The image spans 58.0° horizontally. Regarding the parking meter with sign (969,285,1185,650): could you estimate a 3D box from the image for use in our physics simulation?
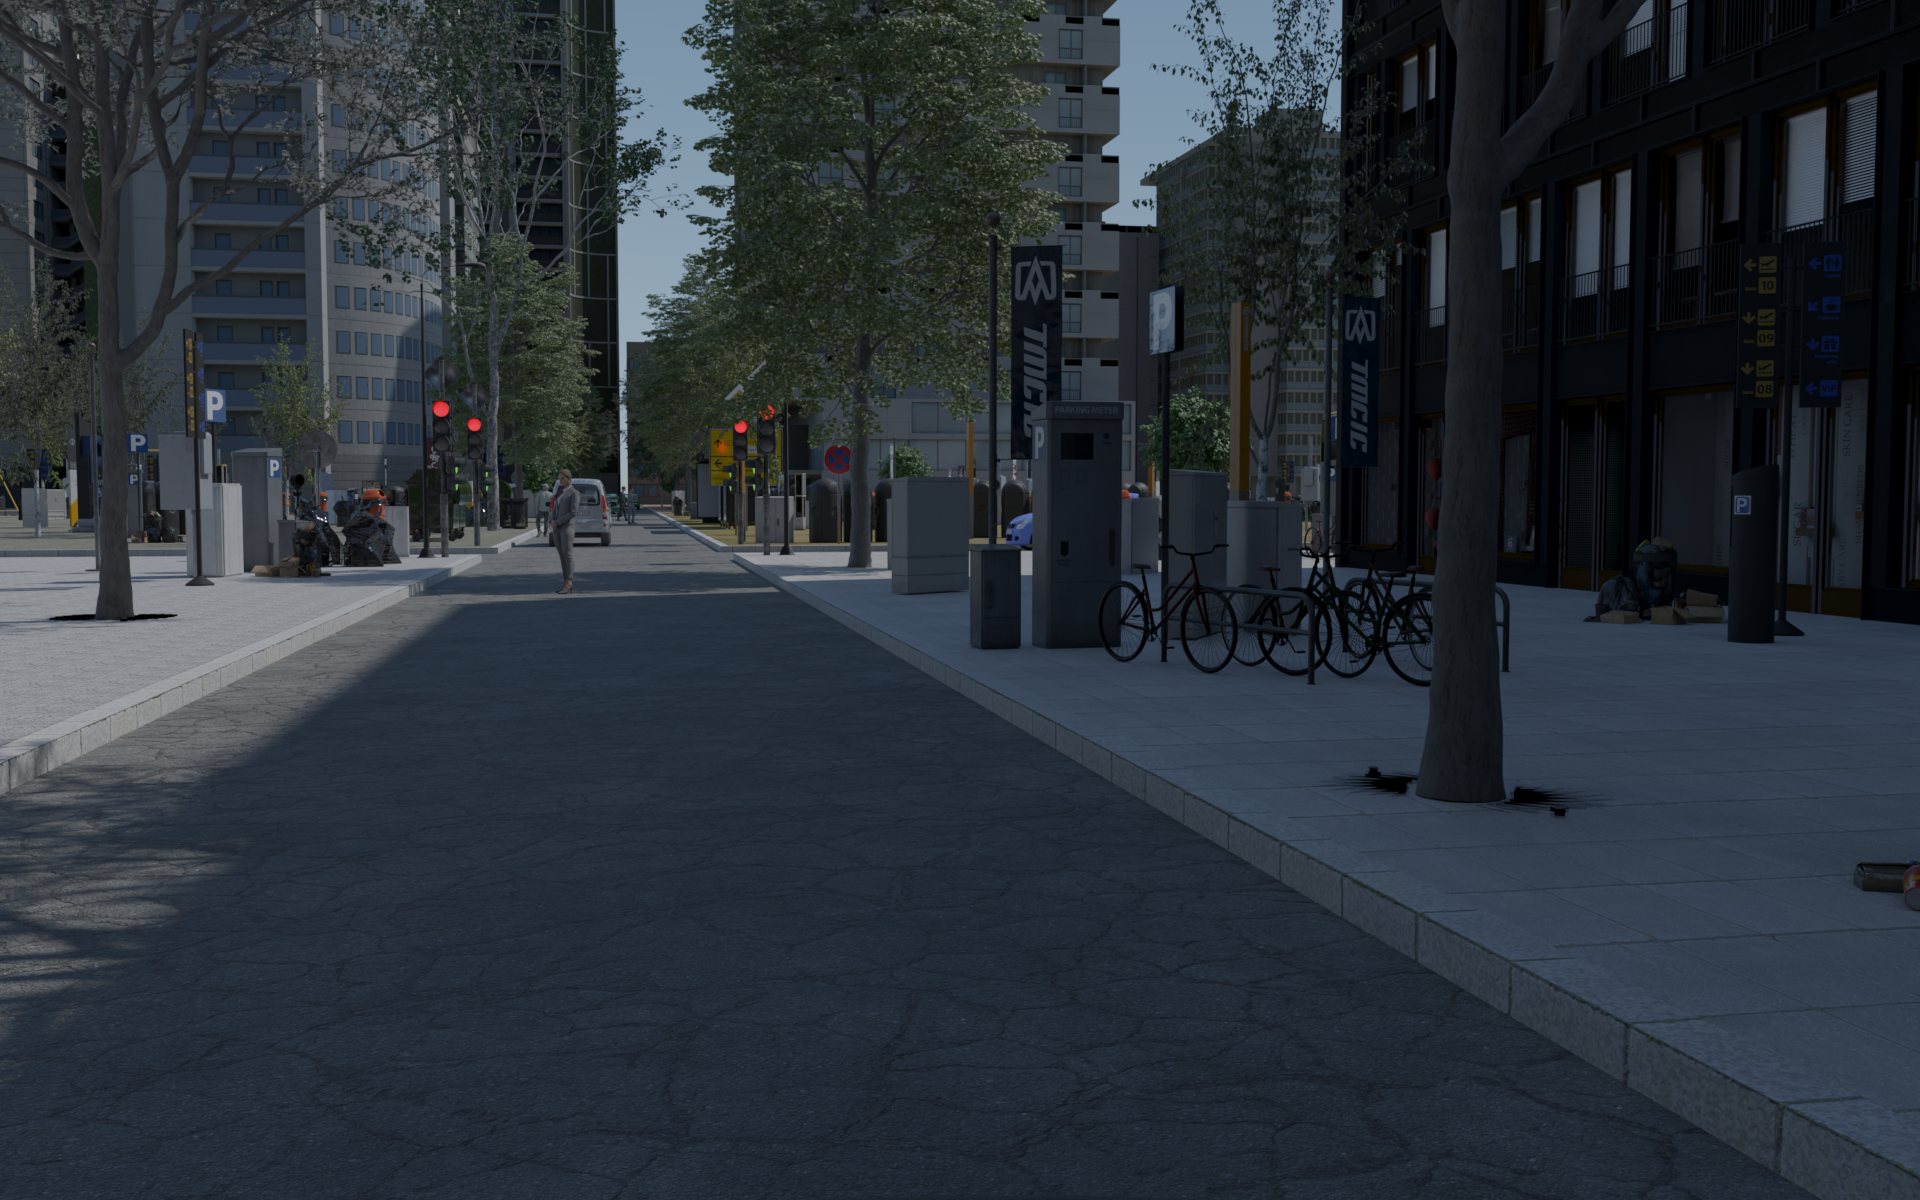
[{"bbox_3d":[0.963,-1.118,14.543,1.738,3.016,0.543,-1,4,-17],"label":"parking meter with sign"}]

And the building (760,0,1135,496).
[{"bbox_3d":[-2.366,-34.116,147.027,28.713,52.752,27.495,-1,4,-11],"label":"building"}]

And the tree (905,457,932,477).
[{"bbox_3d":[-2.214,-5.939,91.697,1.663,3.219,1.824,0,3,0],"label":"tree"}]

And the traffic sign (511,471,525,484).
[{"bbox_3d":[-23.918,-5.730,93.784,0.768,2.556,0.104,0,4,-5],"label":"traffic sign"}]

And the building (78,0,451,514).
[{"bbox_3d":[-48.952,-35.693,125.578,21.231,58.520,28.212,-1,4,-11],"label":"building"}]

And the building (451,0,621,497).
[{"bbox_3d":[-52.743,-47.428,213.700,20.611,71.187,20.563,-1,4,-11],"label":"building"}]

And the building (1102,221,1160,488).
[{"bbox_3d":[12.740,-25.396,186.925,14.107,30.474,14.160,-1,4,-11],"label":"building"}]

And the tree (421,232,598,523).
[{"bbox_3d":[-19.567,-9.653,75.960,7.486,12.596,7.792,0,3,0],"label":"tree"}]

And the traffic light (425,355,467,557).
[{"bbox_3d":[-10.413,-2.816,34.971,0.839,4.253,0.868,-1,4,-11],"label":"traffic light"}]

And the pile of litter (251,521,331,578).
[{"bbox_3d":[-10.441,-0.799,27.027,1.176,0.858,1.719,-1,4,-18],"label":"pile of litter"}]

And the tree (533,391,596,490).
[{"bbox_3d":[-26.900,-10.157,116.431,4.737,8.622,4.395,0,3,0],"label":"tree"}]

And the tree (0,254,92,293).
[{"bbox_3d":[-28.181,-6.227,52.172,4.360,8.622,3.978,0,3,0],"label":"tree"}]

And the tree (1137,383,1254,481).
[{"bbox_3d":[6.977,-4.125,51.161,4.285,4.588,4.351,0,3,0],"label":"tree"}]

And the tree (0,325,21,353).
[{"bbox_3d":[-26.850,-5.800,45.189,4.737,8.622,4.395,0,3,0],"label":"tree"}]

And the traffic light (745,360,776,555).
[{"bbox_3d":[-4.074,-2.893,36.221,0.839,4.253,0.868,-1,4,-11],"label":"traffic light"}]

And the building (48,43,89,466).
[{"bbox_3d":[-77.991,-31.666,167.857,14.200,45.320,14.600,-1,4,-11],"label":"building"}]

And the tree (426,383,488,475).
[{"bbox_3d":[-29.431,-9.293,102.304,4.360,8.622,3.978,0,3,0],"label":"tree"}]

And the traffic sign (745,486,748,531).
[{"bbox_3d":[-7.365,-3.652,59.708,0.884,2.594,0.081,0,4,-4],"label":"traffic sign"}]

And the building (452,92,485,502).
[{"bbox_3d":[-57.431,-28.776,162.364,23.993,40.220,32.217,-1,4,-11],"label":"building"}]

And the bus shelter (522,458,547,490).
[{"bbox_3d":[-26.102,-7.066,106.812,1.731,3.624,6.357,-1,4,-11],"label":"bus shelter"}]

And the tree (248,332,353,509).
[{"bbox_3d":[-30.411,-7.920,79.860,4.737,8.622,4.395,0,3,0],"label":"tree"}]

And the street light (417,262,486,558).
[{"bbox_3d":[-10.194,-3.805,34.752,1.470,5.913,1.316,-1,4,-11],"label":"street light"}]

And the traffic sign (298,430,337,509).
[{"bbox_3d":[-12.775,-2.101,34.460,0.768,2.556,0.104,0,4,-6],"label":"traffic sign"}]

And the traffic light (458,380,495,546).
[{"bbox_3d":[-11.945,-3.296,42.808,0.839,4.253,0.868,-1,4,-11],"label":"traffic light"}]

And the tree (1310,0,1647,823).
[{"bbox_3d":[2.252,-5.913,7.043,12.009,13.543,11.850,0,3,0],"label":"tree"}]

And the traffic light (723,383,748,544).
[{"bbox_3d":[-5.606,-3.372,44.058,0.839,4.253,0.868,-1,4,-11],"label":"traffic light"}]

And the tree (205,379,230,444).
[{"bbox_3d":[-48.662,-9.777,110.223,4.360,8.622,3.978,0,3,0],"label":"tree"}]

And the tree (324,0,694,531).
[{"bbox_3d":[-15.875,-12.566,61.346,12.611,20.169,13.585,0,3,0],"label":"tree"}]

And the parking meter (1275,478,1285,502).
[{"bbox_3d":[11.984,-3.617,64.851,0.255,1.863,0.399,-1,4,-13],"label":"parking meter"}]

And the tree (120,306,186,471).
[{"bbox_3d":[-32.030,-7.126,66.870,4.360,8.622,3.978,0,3,0],"label":"tree"}]

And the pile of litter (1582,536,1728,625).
[{"bbox_3d":[7.140,-0.211,17.411,1.719,0.858,1.176,1,4,11],"label":"pile of litter"}]

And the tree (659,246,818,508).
[{"bbox_3d":[-5.748,-6.075,49.688,4.737,8.622,4.395,0,3,0],"label":"tree"}]

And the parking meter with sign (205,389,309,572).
[{"bbox_3d":[-11.629,-1.981,28.651,1.738,3.016,0.543,1,4,15],"label":"parking meter with sign"}]

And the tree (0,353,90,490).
[{"bbox_3d":[-49.790,-8.808,94.374,4.737,8.622,4.395,0,3,0],"label":"tree"}]

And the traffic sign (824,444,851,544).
[{"bbox_3d":[-3.118,-2.720,44.570,0.768,2.556,0.104,-1,4,-8],"label":"traffic sign"}]

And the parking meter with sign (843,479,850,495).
[{"bbox_3d":[-5.563,-5.530,86.676,0.543,3.016,1.738,-1,4,-16],"label":"parking meter with sign"}]

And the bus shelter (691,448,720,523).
[{"bbox_3d":[-10.465,-4.937,74.649,2.014,3.302,5.546,-1,4,-11],"label":"bus shelter"}]

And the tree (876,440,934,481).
[{"bbox_3d":[-3.246,-7.325,103.485,4.285,4.588,4.351,0,3,0],"label":"tree"}]

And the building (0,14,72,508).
[{"bbox_3d":[-94.570,-44.214,161.159,20.611,71.187,20.563,-1,4,-11],"label":"building"}]

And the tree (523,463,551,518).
[{"bbox_3d":[-22.480,-5.960,92.055,1.663,3.219,1.824,0,3,0],"label":"tree"}]

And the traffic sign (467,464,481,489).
[{"bbox_3d":[-19.709,-4.333,70.852,0.884,2.594,0.081,0,4,-8],"label":"traffic sign"}]

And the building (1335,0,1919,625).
[{"bbox_3d":[14.133,-11.833,23.154,12.332,23.373,15.834,-1,4,-11],"label":"building"}]

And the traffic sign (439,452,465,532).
[{"bbox_3d":[-15.365,-3.198,52.396,0.768,2.556,0.104,0,4,-5],"label":"traffic sign"}]

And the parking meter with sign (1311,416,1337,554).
[{"bbox_3d":[8.180,-2.554,38.016,0.543,3.016,1.738,2,4,28],"label":"parking meter with sign"}]

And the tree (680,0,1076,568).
[{"bbox_3d":[-1.452,-6.862,30.314,7.486,12.596,7.792,0,3,0],"label":"tree"}]

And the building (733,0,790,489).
[{"bbox_3d":[-12.008,-38.612,173.299,21.231,58.520,28.212,-1,4,-11],"label":"building"}]

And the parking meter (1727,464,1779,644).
[{"bbox_3d":[6.858,-0.402,14.976,0.372,1.533,0.369,0,3,0],"label":"parking meter"}]

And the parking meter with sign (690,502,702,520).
[{"bbox_3d":[-12.901,-5.571,87.353,1.738,3.016,0.543,2,4,35],"label":"parking meter with sign"}]

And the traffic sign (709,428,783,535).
[{"bbox_3d":[-6.650,-3.669,53.866,2.265,3.308,0.079,-1,4,-9],"label":"traffic sign"}]

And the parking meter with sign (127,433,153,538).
[{"bbox_3d":[-24.170,-3.324,50.609,0.543,3.016,1.738,-3,4,-36],"label":"parking meter with sign"}]

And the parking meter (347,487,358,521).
[{"bbox_3d":[-22.012,-3.326,62.790,0.372,1.533,0.369,0,3,0],"label":"parking meter"}]

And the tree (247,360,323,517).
[{"bbox_3d":[-37.181,-8.874,95.450,4.360,8.622,3.978,0,3,0],"label":"tree"}]

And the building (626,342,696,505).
[{"bbox_3d":[-28.185,-23.132,223.251,28.899,21.520,27.650,-1,4,-11],"label":"building"}]

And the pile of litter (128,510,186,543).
[{"bbox_3d":[-21.281,-1.935,45.605,1.719,0.858,1.176,-1,4,-11],"label":"pile of litter"}]

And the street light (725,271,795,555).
[{"bbox_3d":[-4.180,-3.893,36.188,1.470,5.913,1.316,-1,4,-11],"label":"street light"}]

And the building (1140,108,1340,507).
[{"bbox_3d":[33.439,-29.905,180.831,23.993,40.220,32.217,-1,4,-11],"label":"building"}]

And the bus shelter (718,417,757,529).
[{"bbox_3d":[-8.455,-5.480,67.228,2.179,5.291,8.768,-1,4,-11],"label":"bus shelter"}]
